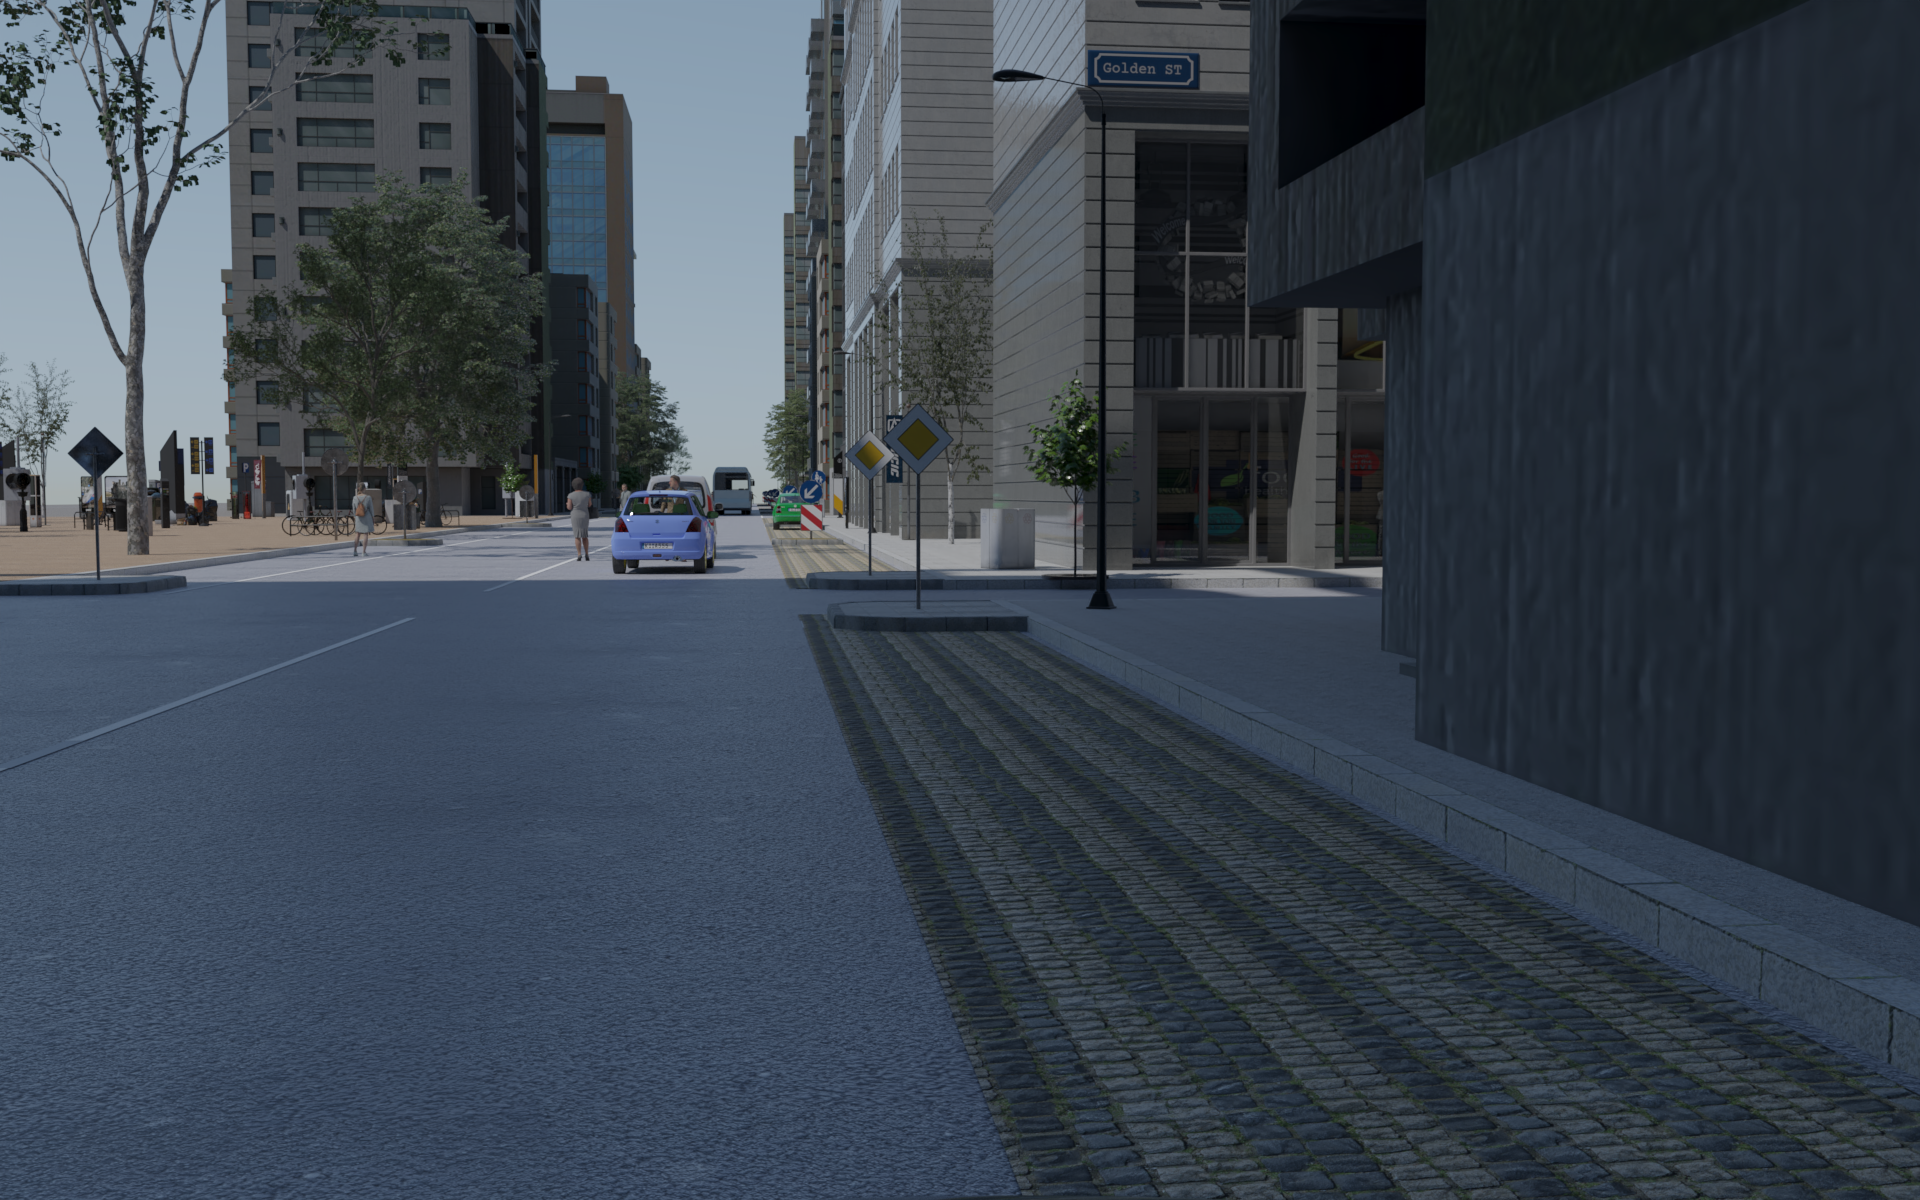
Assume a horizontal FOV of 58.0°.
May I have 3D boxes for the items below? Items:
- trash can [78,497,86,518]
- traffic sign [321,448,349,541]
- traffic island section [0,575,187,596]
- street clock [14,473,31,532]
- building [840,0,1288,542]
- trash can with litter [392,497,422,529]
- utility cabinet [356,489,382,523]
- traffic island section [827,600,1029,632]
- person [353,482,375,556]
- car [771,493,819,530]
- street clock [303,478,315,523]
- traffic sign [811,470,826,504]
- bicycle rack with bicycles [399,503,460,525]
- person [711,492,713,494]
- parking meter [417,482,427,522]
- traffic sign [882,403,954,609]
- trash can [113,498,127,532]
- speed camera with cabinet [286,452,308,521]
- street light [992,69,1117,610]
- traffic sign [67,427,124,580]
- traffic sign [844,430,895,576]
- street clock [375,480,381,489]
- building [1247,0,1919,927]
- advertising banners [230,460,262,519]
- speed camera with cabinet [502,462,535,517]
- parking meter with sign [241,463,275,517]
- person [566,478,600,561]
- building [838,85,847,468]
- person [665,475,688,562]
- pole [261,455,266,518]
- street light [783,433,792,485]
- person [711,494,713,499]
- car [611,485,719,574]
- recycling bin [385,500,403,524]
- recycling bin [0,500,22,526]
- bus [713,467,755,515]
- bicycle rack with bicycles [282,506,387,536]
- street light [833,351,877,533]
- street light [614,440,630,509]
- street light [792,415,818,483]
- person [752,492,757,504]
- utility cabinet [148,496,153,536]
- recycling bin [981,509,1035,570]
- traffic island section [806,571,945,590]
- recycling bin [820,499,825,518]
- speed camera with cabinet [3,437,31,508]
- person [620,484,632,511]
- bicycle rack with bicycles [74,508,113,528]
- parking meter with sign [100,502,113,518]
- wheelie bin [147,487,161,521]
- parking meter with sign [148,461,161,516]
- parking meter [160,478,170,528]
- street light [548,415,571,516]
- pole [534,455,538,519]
[{"bbox_3d":[-44.568,-4.687,88.282,0.748,1.137,0.748,0,3,0],"label":"trash can"},{"bbox_3d":[-17.222,-2.913,47.732,0.768,2.556,0.104,0,4,-2],"label":"traffic sign"},{"bbox_3d":[-12.905,-0.221,25.902,2.009,0.180,2.903,0,4,-7],"label":"traffic island section"},{"bbox_3d":[-31.813,-3.317,58.803,0.358,2.002,0.471,2,4,35],"label":"street clock"},{"bbox_3d":[1.930,-17.509,63.766,11.434,29.767,29.804,0,4,-7],"label":"building"},{"bbox_3d":[-20.273,-3.184,63.441,1.055,1.170,0.624,0,4,2],"label":"trash can with litter"},{"bbox_3d":[-25.379,-4.020,74.400,0.318,1.500,1.173,2,4,29],"label":"utility cabinet"},{"bbox_3d":[-0.445,0.180,19.342,2.009,0.180,2.903,0,4,-7],"label":"traffic island section"},{"bbox_3d":[-13.761,-1.859,39.900,0.512,1.701,0.522,0,4,-7],"label":"person"},{"bbox_3d":[-6.677,-3.750,70.114,1.959,1.807,4.718,0,4,-6],"label":"car"},{"bbox_3d":[-29.134,-4.466,77.591,0.358,2.002,0.471,3,4,37],"label":"street clock"},{"bbox_3d":[-7.558,-5.663,92.694,0.768,2.556,0.104,0,4,1],"label":"traffic sign"},{"bbox_3d":[-22.125,-3.539,71.252,2.852,0.926,2.925,2,4,26],"label":"bicycle rack with bicycles"},{"bbox_3d":[-34.343,-14.158,240.518,0.617,1.759,0.750,2,4,35],"label":"person"},{"bbox_3d":[-25.093,-4.590,80.756,0.399,1.863,0.255,2,4,24],"label":"parking meter"},{"bbox_3d":[-0.467,-0.955,19.263,0.795,2.450,0.064,0,4,-7],"label":"traffic sign"},{"bbox_3d":[-28.411,-2.893,58.959,0.748,1.137,0.748,0,3,0],"label":"trash can"},{"bbox_3d":[-31.530,-5.383,82.341,0.660,3.252,2.038,-2,4,-33],"label":"speed camera with cabinet"},{"bbox_3d":[1.046,-2.852,19.177,1.470,5.913,1.316,0,4,-7],"label":"street light"},{"bbox_3d":[-12.882,-1.358,25.843,0.795,2.450,0.064,0,4,-7],"label":"traffic sign"},{"bbox_3d":[-1.417,-1.440,27.191,0.795,2.450,0.064,0,4,-7],"label":"traffic sign"},{"bbox_3d":[-29.142,-5.026,86.742,0.358,2.002,0.471,-1,4,-8],"label":"street clock"},{"bbox_3d":[9.094,-14.637,11.020,14.160,30.474,14.107,0,4,-7],"label":"building"},{"bbox_3d":[-36.400,-5.635,88.320,2.074,3.025,0.090,1,4,20],"label":"advertising banners"},{"bbox_3d":[-24.540,-6.232,96.237,2.038,3.252,0.660,3,4,36],"label":"speed camera with cabinet"},{"bbox_3d":[-39.001,-6.122,96.358,1.738,3.016,0.543,1,4,12],"label":"parking meter with sign"},{"bbox_3d":[-8.084,-1.728,37.109,0.716,1.782,0.532,-2,4,-28],"label":"person"},{"bbox_3d":[1.362,-18.192,90.939,14.314,27.812,24.014,0,4,-7],"label":"building"},{"bbox_3d":[-6.071,-1.734,36.768,0.656,1.842,0.836,-2,4,-30],"label":"person"},{"bbox_3d":[-36.577,-5.939,90.941,0.158,3.312,0.155,0,3,0],"label":"pole"},{"bbox_3d":[-12.427,-9.707,131.257,1.470,5.913,1.316,0,4,-7],"label":"street light"},{"bbox_3d":[-26.495,-10.607,185.163,0.421,1.427,0.697,0,4,-7],"label":"person"},{"bbox_3d":[-5.519,-1.399,32.463,1.945,1.707,3.694,0,4,-5],"label":"car"},{"bbox_3d":[-24.449,-3.824,75.068,0.722,1.027,0.722,0,4,0],"label":"recycling bin"},{"bbox_3d":[-38.342,-3.511,69.953,0.722,1.027,0.722,3,4,37],"label":"recycling bin"},{"bbox_3d":[-16.141,-7.863,123.423,2.948,3.499,13.247,0,4,-6],"label":"bus"},{"bbox_3d":[-19.522,-2.449,53.426,2.925,0.926,2.852,0,4,3],"label":"bicycle rack with bicycles"},{"bbox_3d":[-3.406,-5.129,56.396,1.470,5.913,1.316,0,4,-7],"label":"street light"},{"bbox_3d":[-28.873,-10.715,147.736,1.470,5.913,1.316,0,4,-7],"label":"street light"},{"bbox_3d":[-8.962,-7.914,101.936,1.470,5.913,1.316,0,4,-7],"label":"street light"},{"bbox_3d":[-28.964,-14.227,241.825,1.217,1.735,0.721,1,4,10],"label":"person"},{"bbox_3d":[-24.959,-2.552,52.892,0.306,1.237,1.020,-3,5,-40],"label":"utility cabinet"},{"bbox_3d":[0.824,-1.058,29.859,0.722,1.027,0.722,-2,4,-28],"label":"recycling bin"},{"bbox_3d":[-1.395,-0.305,27.271,2.009,0.180,2.903,0,4,-7],"label":"traffic island section"},{"bbox_3d":[-7.763,-5.027,94.742,0.722,1.027,0.722,0,4,-6],"label":"recycling bin"},{"bbox_3d":[-33.218,-3.996,59.664,2.038,3.252,0.660,0,4,-7],"label":"speed camera with cabinet"},{"bbox_3d":[-12.564,-3.448,64.969,0.635,1.810,0.391,2,4,34],"label":"person"},{"bbox_3d":[-32.221,-3.229,66.168,2.852,0.926,2.925,1,4,11],"label":"bicycle rack with bicycles"},{"bbox_3d":[-45.389,-5.919,93.030,1.738,3.016,0.543,-3,4,-38],"label":"parking meter with sign"},{"bbox_3d":[-37.920,-4.491,81.330,0.980,1.594,0.693,0,3,0],"label":"wheelie bin"},{"bbox_3d":[-42.332,-5.806,91.192,1.738,3.016,0.543,2,4,35],"label":"parking meter with sign"},{"bbox_3d":[-29.690,-3.607,64.691,0.255,1.863,0.399,-2,4,-35],"label":"parking meter"},{"bbox_3d":[-23.532,-7.902,101.739,1.470,5.913,1.316,0,4,-7],"label":"street light"},{"bbox_3d":[-22.114,-5.905,90.385,0.158,3.312,0.155,0,3,0],"label":"pole"}]
